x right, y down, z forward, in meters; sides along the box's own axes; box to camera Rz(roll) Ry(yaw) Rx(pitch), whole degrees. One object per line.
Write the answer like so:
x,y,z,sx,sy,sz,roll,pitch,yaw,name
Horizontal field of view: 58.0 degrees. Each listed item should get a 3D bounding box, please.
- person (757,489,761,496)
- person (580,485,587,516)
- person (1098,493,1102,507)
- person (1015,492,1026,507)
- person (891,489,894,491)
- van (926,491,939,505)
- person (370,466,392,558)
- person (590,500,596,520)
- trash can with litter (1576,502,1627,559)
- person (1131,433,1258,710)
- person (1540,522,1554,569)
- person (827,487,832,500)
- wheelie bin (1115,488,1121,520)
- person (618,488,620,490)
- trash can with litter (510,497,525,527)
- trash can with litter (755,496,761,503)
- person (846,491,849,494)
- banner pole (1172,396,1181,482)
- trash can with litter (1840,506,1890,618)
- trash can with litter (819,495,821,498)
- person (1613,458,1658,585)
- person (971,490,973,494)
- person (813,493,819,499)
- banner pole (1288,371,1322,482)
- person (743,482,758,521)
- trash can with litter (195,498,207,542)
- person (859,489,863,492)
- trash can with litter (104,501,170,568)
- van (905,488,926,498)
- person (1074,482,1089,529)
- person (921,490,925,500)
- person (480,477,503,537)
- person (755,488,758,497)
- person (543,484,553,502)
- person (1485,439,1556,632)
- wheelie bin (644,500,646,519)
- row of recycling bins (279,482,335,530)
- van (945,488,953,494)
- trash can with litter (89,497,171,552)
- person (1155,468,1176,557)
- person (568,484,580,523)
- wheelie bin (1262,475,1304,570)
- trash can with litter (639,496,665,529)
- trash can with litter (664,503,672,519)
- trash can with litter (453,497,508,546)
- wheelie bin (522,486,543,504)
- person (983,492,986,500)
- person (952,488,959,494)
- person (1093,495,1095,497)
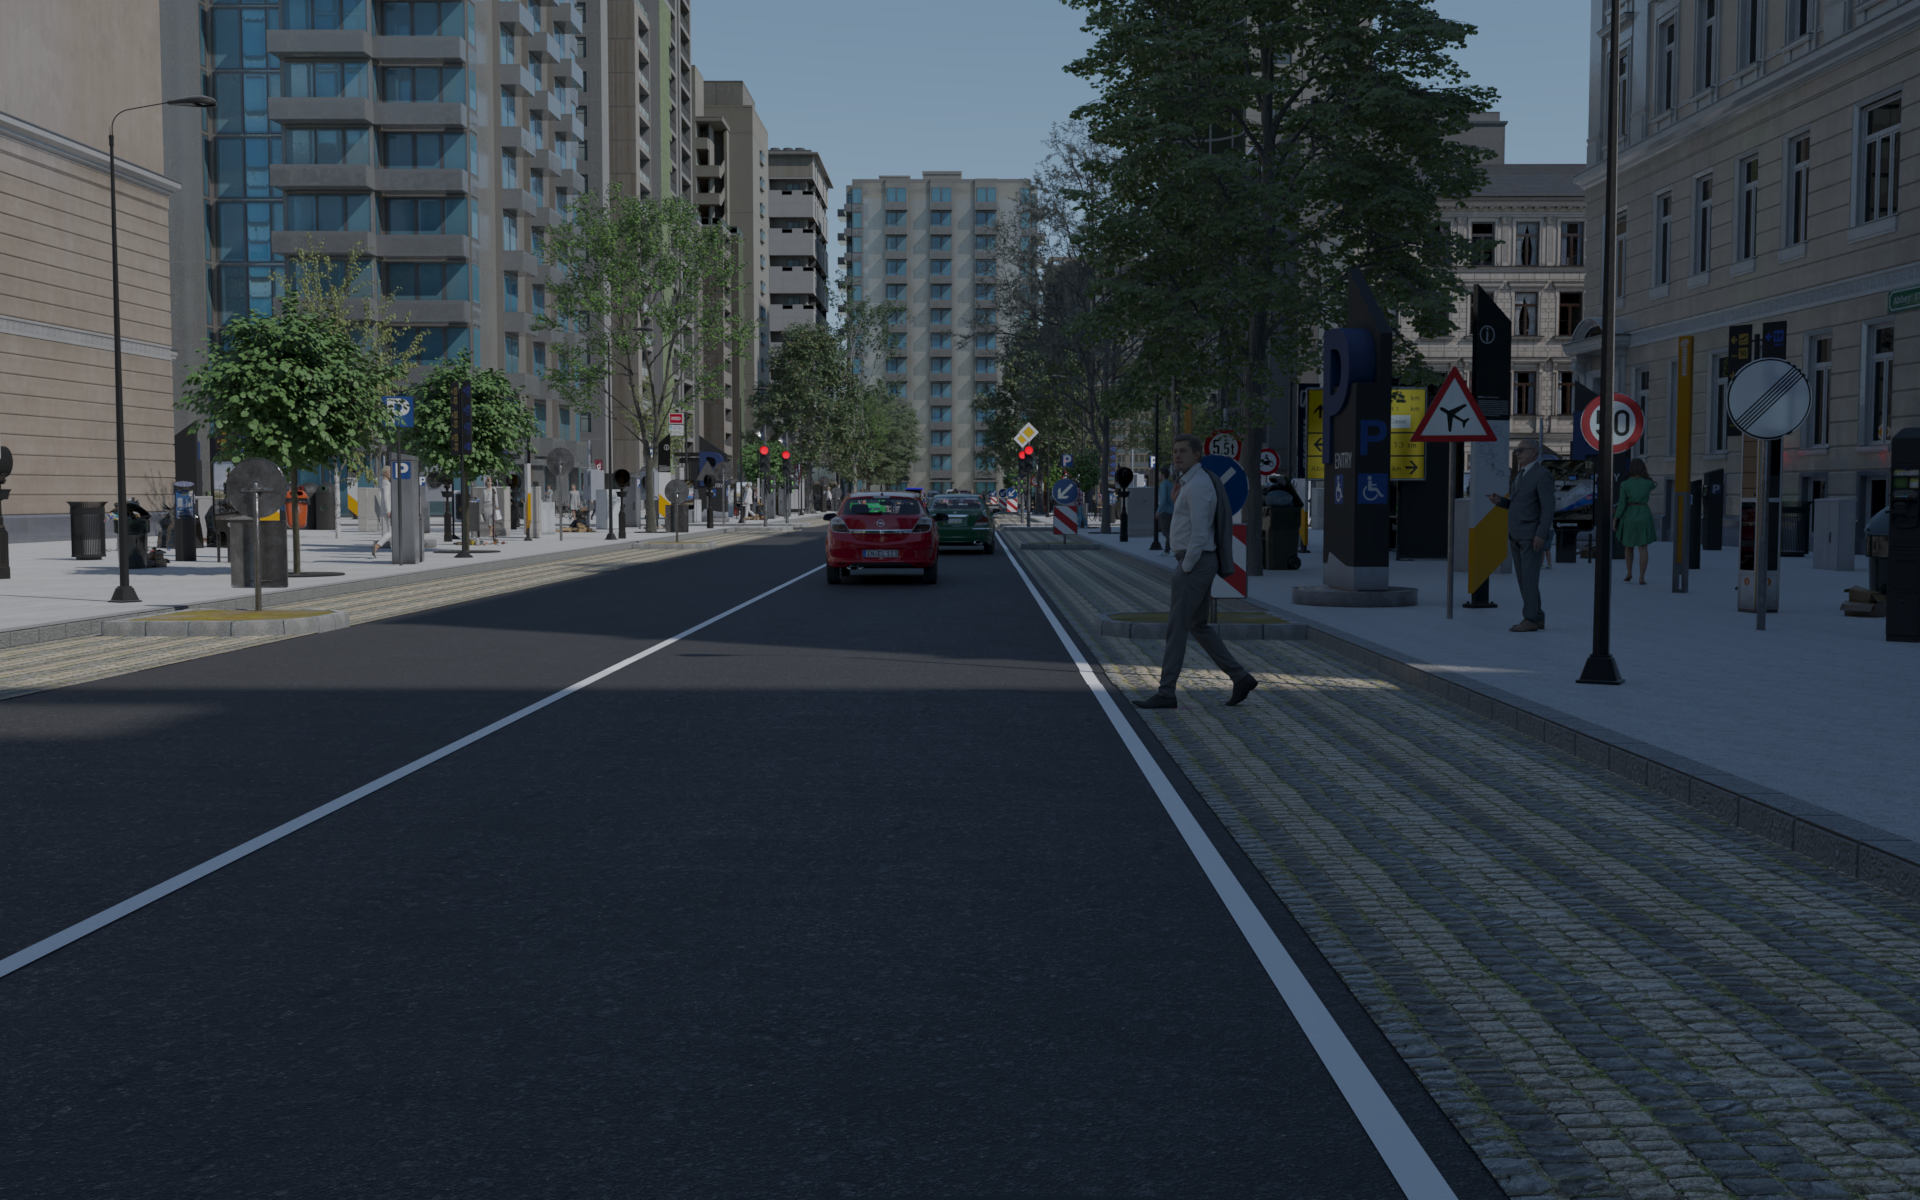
-18.186,-9.091,154.769,1.348,1.812,0.705,2,4,26,person
-20.988,-5.539,96.699,0.635,1.810,0.391,0,4,8,person
14.167,-10.088,174.216,0.697,1.427,0.421,-1,4,-21,person
6.029,-9.992,169.394,1.348,1.826,0.705,-2,4,-32,person
-5.051,-7.494,131.205,0.419,1.800,0.721,-3,5,-43,person
-3.314,-12.540,212.035,2.013,2.044,4.112,0,4,-1,van
-11.400,-1.741,34.390,0.514,1.842,0.818,3,5,42,person
-17.900,-4.861,85.438,0.836,1.842,0.656,1,4,23,person
12.728,-1.400,34.281,1.055,1.170,0.624,3,5,42,trash can with litter
1.570,-0.180,11.546,0.850,1.850,0.679,0,4,3,person
9.955,-1.149,29.513,0.332,1.250,0.352,-1,4,-14,person
-10.149,-7.800,133.452,0.818,1.842,0.514,-3,5,-41,person
8.163,-4.787,86.175,0.980,1.594,0.693,-2,4,-25,wheelie bin
-24.872,-7.315,126.230,0.643,1.750,0.593,2,4,32,person
-17.332,-3.379,66.633,0.624,1.170,1.055,1,4,9,trash can with litter
-15.506,-7.577,135.265,1.055,1.170,0.624,-1,4,-11,trash can with litter
-14.085,-12.795,216.176,0.436,1.711,0.756,-1,4,-11,person
5.514,-3.315,44.225,0.401,3.779,0.863,1,4,21,banner pole
9.782,-0.420,18.246,1.055,1.170,0.624,-3,4,-37,trash can with litter
-11.279,-8.125,143.893,1.678,1.210,2.233,1,4,19,trash can with litter
9.633,-1.125,24.679,0.600,1.795,0.529,0,4,7,person
1.094,-8.674,150.495,0.590,1.801,0.661,-2,4,-24,person
-16.512,-11.630,199.379,0.799,1.438,0.628,1,4,14,person
6.758,-2.713,34.373,0.863,3.779,0.401,-1,4,-13,banner pole
-9.849,-4.600,81.138,0.818,1.842,0.514,-1,4,-18,person
-20.080,-2.122,45.756,2.233,1.210,1.678,1,4,11,trash can with litter
-4.804,-4.586,84.484,0.512,1.701,0.522,-3,5,-43,person
-14.219,-1.137,29.975,0.624,1.170,1.055,1,4,9,trash can with litter
-4.325,-9.762,163.988,2.240,2.365,5.245,0,4,0,van
4.383,-3.444,63.183,0.643,1.720,0.563,1,4,9,person
-2.943,-8.038,140.202,0.573,1.790,0.520,-1,4,-21,person
-13.919,-2.754,51.426,0.694,1.780,0.624,1,4,22,person
-16.804,-8.292,142.206,0.643,1.750,0.593,2,4,25,person
-21.857,-5.238,91.865,0.511,1.800,0.466,1,4,13,person
5.274,-0.616,16.293,0.590,1.801,0.661,-1,4,-13,person
-15.560,-4.868,87.498,0.980,1.594,0.693,1,4,15,wheelie bin
-23.782,-3.377,62.324,3.534,1.692,1.069,1,4,23,row of recycling bins
-0.708,-9.541,163.008,2.013,2.044,4.112,0,4,-1,van
-18.562,-1.689,38.670,1.678,1.210,2.233,-2,4,-25,trash can with litter
4.304,-1.811,35.665,0.620,1.820,0.660,2,4,25,person
-16.881,-4.206,75.566,0.760,1.731,0.466,3,5,39,person
5.403,-1.314,29.389,0.693,1.594,0.980,-1,4,-15,wheelie bin
-10.994,-3.224,63.765,1.678,1.210,2.233,1,4,11,trash can with litter
-15.102,-4.783,89.586,0.624,1.170,1.055,0,4,-1,trash can with litter
-12.074,-2.016,44.015,1.678,1.210,2.233,1,4,14,trash can with litter
-16.406,-3.580,66.441,0.693,1.594,0.980,0,3,0,wheelie bin
2.759,-11.496,197.266,0.445,1.727,0.742,0,4,-1,person
-0.251,-7.048,123.639,0.836,1.842,0.656,3,5,44,person
15.595,-12.178,205.943,0.721,1.735,1.217,-2,4,-35,person
